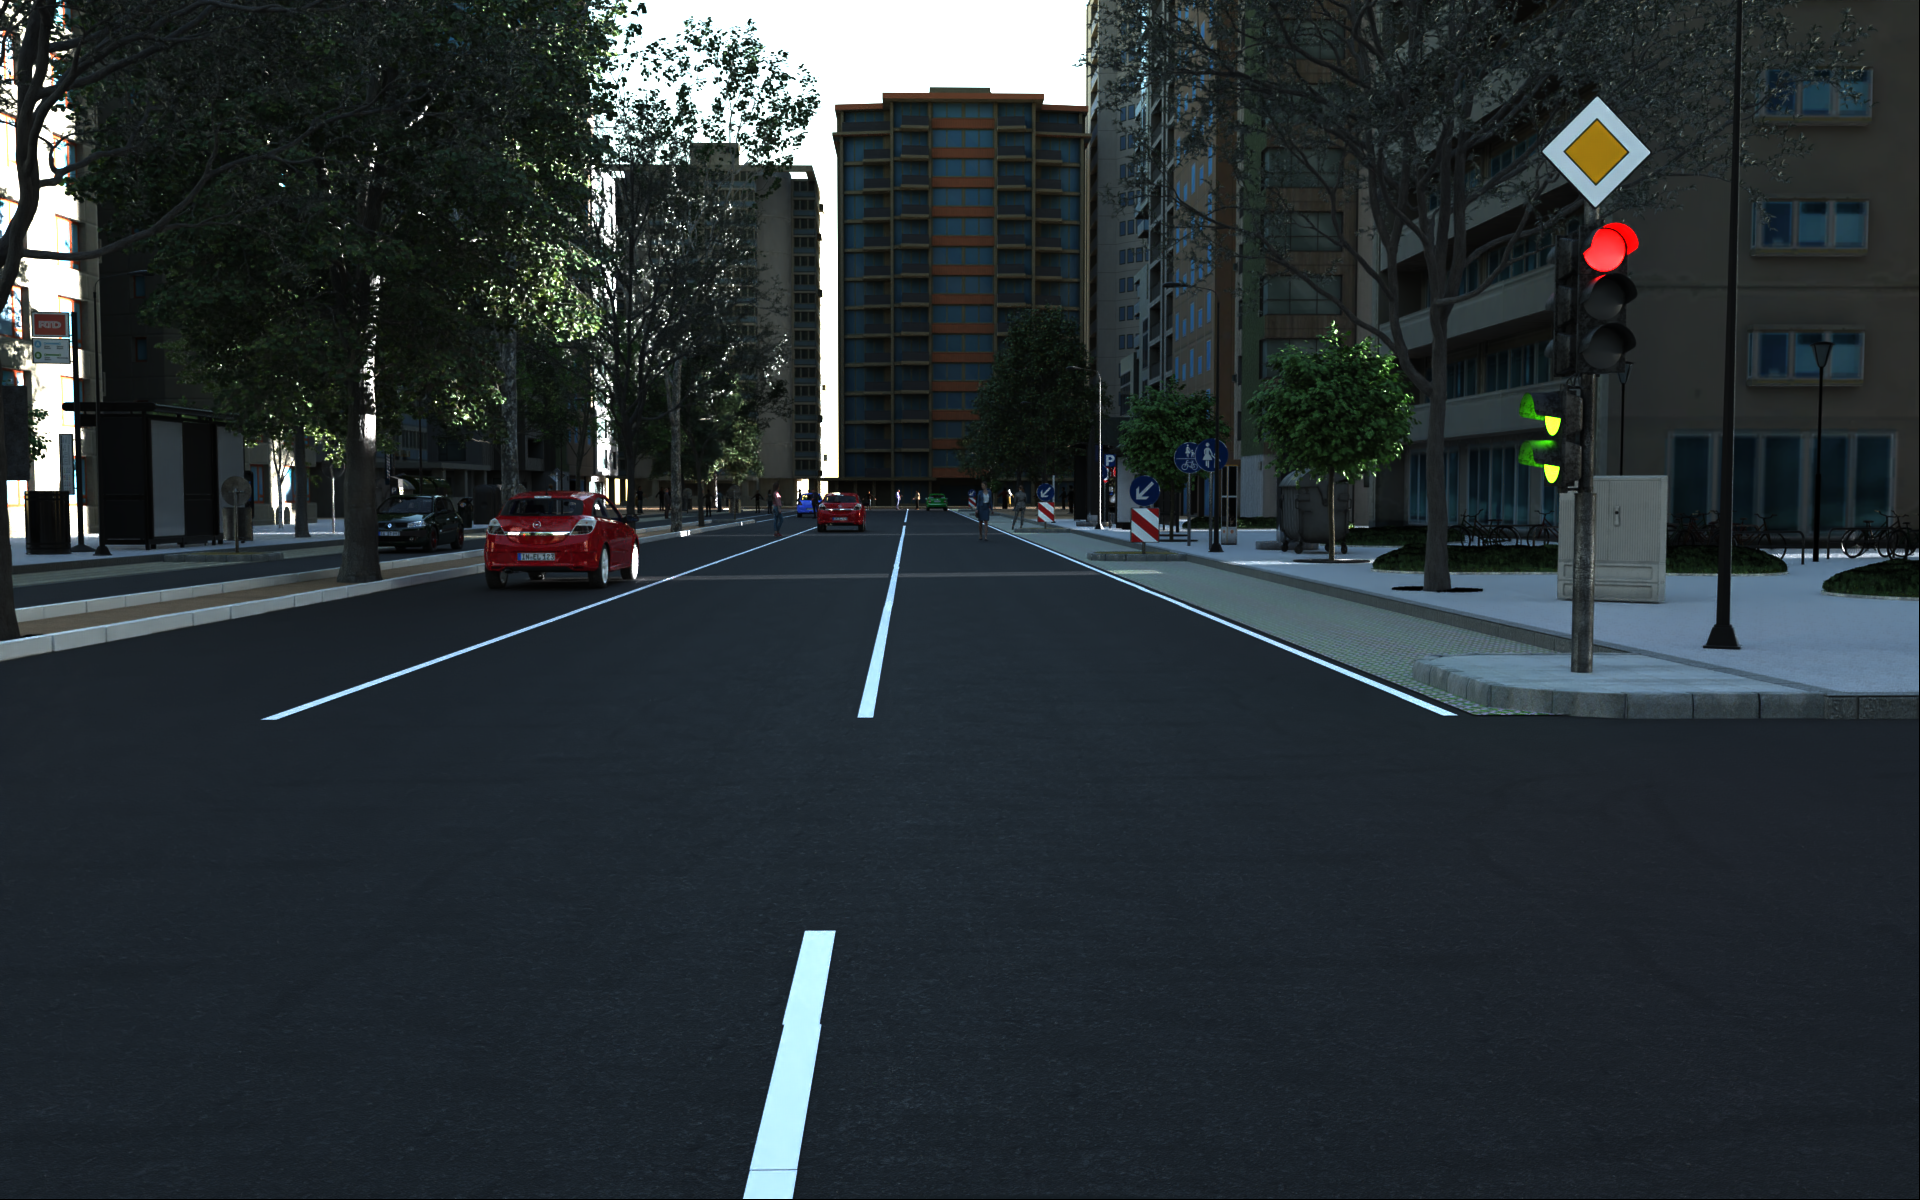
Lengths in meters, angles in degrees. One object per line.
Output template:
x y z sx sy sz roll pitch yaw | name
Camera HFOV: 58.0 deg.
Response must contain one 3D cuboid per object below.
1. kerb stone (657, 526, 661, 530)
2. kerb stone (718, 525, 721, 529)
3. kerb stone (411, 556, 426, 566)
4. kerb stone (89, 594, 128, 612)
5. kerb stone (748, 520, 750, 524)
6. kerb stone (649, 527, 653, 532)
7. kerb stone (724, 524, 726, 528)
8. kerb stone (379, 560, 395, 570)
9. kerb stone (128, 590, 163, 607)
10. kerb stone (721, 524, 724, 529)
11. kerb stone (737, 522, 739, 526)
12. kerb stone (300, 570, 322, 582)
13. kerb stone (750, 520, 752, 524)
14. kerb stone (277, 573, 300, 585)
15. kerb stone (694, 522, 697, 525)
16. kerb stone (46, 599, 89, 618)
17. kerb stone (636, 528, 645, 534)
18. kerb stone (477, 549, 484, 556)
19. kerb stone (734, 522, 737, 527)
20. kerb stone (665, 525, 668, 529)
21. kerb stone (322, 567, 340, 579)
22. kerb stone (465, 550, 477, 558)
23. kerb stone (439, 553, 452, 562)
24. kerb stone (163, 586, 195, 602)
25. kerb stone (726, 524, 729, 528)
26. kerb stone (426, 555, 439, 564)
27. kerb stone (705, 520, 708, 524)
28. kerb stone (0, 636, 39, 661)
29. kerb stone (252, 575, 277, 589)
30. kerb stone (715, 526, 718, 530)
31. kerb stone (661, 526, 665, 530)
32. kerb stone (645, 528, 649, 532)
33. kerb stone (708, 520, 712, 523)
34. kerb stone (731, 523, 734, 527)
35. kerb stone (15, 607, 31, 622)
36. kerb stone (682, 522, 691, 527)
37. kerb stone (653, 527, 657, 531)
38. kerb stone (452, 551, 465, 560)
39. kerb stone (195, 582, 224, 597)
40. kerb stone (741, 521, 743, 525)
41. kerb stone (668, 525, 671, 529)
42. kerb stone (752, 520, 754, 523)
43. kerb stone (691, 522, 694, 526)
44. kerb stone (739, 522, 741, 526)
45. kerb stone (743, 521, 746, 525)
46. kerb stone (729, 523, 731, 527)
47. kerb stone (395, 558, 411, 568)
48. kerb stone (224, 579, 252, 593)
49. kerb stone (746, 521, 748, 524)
-11.869 -2.764 67.385 0.120 0.150 1.000 0 4 -2 | kerb stone
-9.824 -2.899 69.610 0.120 0.150 1.000 0 4 -2 | kerb stone
-10.932 -0.758 34.604 0.120 0.150 1.000 0 4 -2 | kerb stone
-10.556 0.055 21.296 0.120 0.150 1.000 0 4 -2 | kerb stone
-10.173 -3.651 81.929 0.120 0.150 1.000 0 4 -2 | kerb stone
-11.810 -2.639 65.335 0.120 0.150 1.000 0 4 -2 | kerb stone
-9.881 -3.025 71.654 0.120 0.150 1.000 0 4 -2 | kerb stone
-10.879 -0.634 32.558 0.120 0.150 1.000 0 4 -2 | kerb stone
-10.584 -0.008 22.319 0.120 0.150 1.000 0 4 -2 | kerb stone
-9.854 -2.958 70.632 0.120 0.150 1.000 0 4 -2 | kerb stone
-10.022 -3.339 76.788 0.120 0.150 1.000 0 4 -2 | kerb stone
-10.757 -0.379 28.465 0.120 0.150 1.000 0 4 -2 | kerb stone
-10.204 -3.713 82.954 0.120 0.150 1.000 0 4 -2 | kerb stone
-10.735 -0.321 27.442 0.120 0.150 1.000 0 4 -2 | kerb stone
-12.177 -3.454 78.661 0.120 0.150 1.000 0 4 -2 | kerb stone
-10.530 0.118 20.274 0.120 0.150 1.000 0 4 -2 | kerb stone
-11.741 -2.513 63.287 0.120 0.150 1.000 0 4 -2 | kerb stone
-11.081 -1.072 39.728 0.120 0.150 1.000 0 4 -2 | kerb stone
-9.996 -3.272 75.757 0.120 0.150 1.000 0 4 -2 | kerb stone
-11.922 -2.887 69.434 0.120 0.150 1.000 0 4 -2 | kerb stone
-10.793 -0.444 29.491 0.120 0.150 1.000 0 4 -2 | kerb stone
-11.041 -1.010 38.706 0.120 0.150 1.000 0 4 -2 | kerb stone
-10.992 -0.885 36.662 0.120 0.150 1.000 0 4 -2 | kerb stone
-10.613 -0.070 23.343 0.120 0.150 1.000 0 4 -2 | kerb stone
-9.915 -3.088 72.682 0.120 0.150 1.000 0 4 -2 | kerb stone
-10.963 -0.822 35.637 0.120 0.150 1.000 0 4 -2 | kerb stone
-12.302 -3.694 82.751 0.120 0.150 1.000 0 4 -2 | kerb stone
-8.289 0.427 15.218 0.120 0.150 1.000 0 4 -2 | kerb stone
-10.703 -0.258 26.421 0.120 0.150 1.000 0 4 -2 | kerb stone
-9.793 -2.836 68.585 0.120 0.150 1.000 0 4 -2 | kerb stone
-11.894 -2.827 68.412 0.120 0.150 1.000 0 4 -2 | kerb stone
-11.778 -2.576 64.310 0.120 0.150 1.000 0 4 -2 | kerb stone
-12.354 -3.827 84.798 0.120 0.150 1.000 0 4 -2 | kerb stone
-9.964 -3.213 74.733 0.120 0.150 1.000 0 4 -2 | kerb stone
-10.498 0.180 19.252 0.120 0.150 1.000 0 4 -2 | kerb stone
-12.130 -3.325 76.617 0.120 0.150 1.000 0 4 -2 | kerb stone
-11.833 -2.700 66.362 0.120 0.150 1.000 0 4 -2 | kerb stone
-11.020 -0.946 37.684 0.120 0.150 1.000 0 4 -2 | kerb stone
-10.644 -0.133 24.365 0.120 0.150 1.000 0 4 -2 | kerb stone
-10.091 -3.465 78.852 0.120 0.150 1.000 0 4 -2 | kerb stone
-11.948 -2.945 70.462 0.120 0.150 1.000 0 4 -2 | kerb stone
-10.231 -3.779 83.976 0.120 0.150 1.000 0 4 -2 | kerb stone
-12.152 -3.389 77.639 0.120 0.150 1.000 0 4 -2 | kerb stone
-10.060 -3.402 77.822 0.120 0.150 1.000 0 4 -2 | kerb stone
-10.116 -3.527 79.874 0.120 0.150 1.000 0 4 -2 | kerb stone
-9.946 -3.150 73.704 0.120 0.150 1.000 0 4 -2 | kerb stone
-10.903 -0.693 33.581 0.120 0.150 1.000 0 4 -2 | kerb stone
-10.666 -0.196 25.395 0.120 0.150 1.000 0 4 -2 | kerb stone
-10.141 -3.590 80.896 0.120 0.150 1.000 0 4 -2 | kerb stone
